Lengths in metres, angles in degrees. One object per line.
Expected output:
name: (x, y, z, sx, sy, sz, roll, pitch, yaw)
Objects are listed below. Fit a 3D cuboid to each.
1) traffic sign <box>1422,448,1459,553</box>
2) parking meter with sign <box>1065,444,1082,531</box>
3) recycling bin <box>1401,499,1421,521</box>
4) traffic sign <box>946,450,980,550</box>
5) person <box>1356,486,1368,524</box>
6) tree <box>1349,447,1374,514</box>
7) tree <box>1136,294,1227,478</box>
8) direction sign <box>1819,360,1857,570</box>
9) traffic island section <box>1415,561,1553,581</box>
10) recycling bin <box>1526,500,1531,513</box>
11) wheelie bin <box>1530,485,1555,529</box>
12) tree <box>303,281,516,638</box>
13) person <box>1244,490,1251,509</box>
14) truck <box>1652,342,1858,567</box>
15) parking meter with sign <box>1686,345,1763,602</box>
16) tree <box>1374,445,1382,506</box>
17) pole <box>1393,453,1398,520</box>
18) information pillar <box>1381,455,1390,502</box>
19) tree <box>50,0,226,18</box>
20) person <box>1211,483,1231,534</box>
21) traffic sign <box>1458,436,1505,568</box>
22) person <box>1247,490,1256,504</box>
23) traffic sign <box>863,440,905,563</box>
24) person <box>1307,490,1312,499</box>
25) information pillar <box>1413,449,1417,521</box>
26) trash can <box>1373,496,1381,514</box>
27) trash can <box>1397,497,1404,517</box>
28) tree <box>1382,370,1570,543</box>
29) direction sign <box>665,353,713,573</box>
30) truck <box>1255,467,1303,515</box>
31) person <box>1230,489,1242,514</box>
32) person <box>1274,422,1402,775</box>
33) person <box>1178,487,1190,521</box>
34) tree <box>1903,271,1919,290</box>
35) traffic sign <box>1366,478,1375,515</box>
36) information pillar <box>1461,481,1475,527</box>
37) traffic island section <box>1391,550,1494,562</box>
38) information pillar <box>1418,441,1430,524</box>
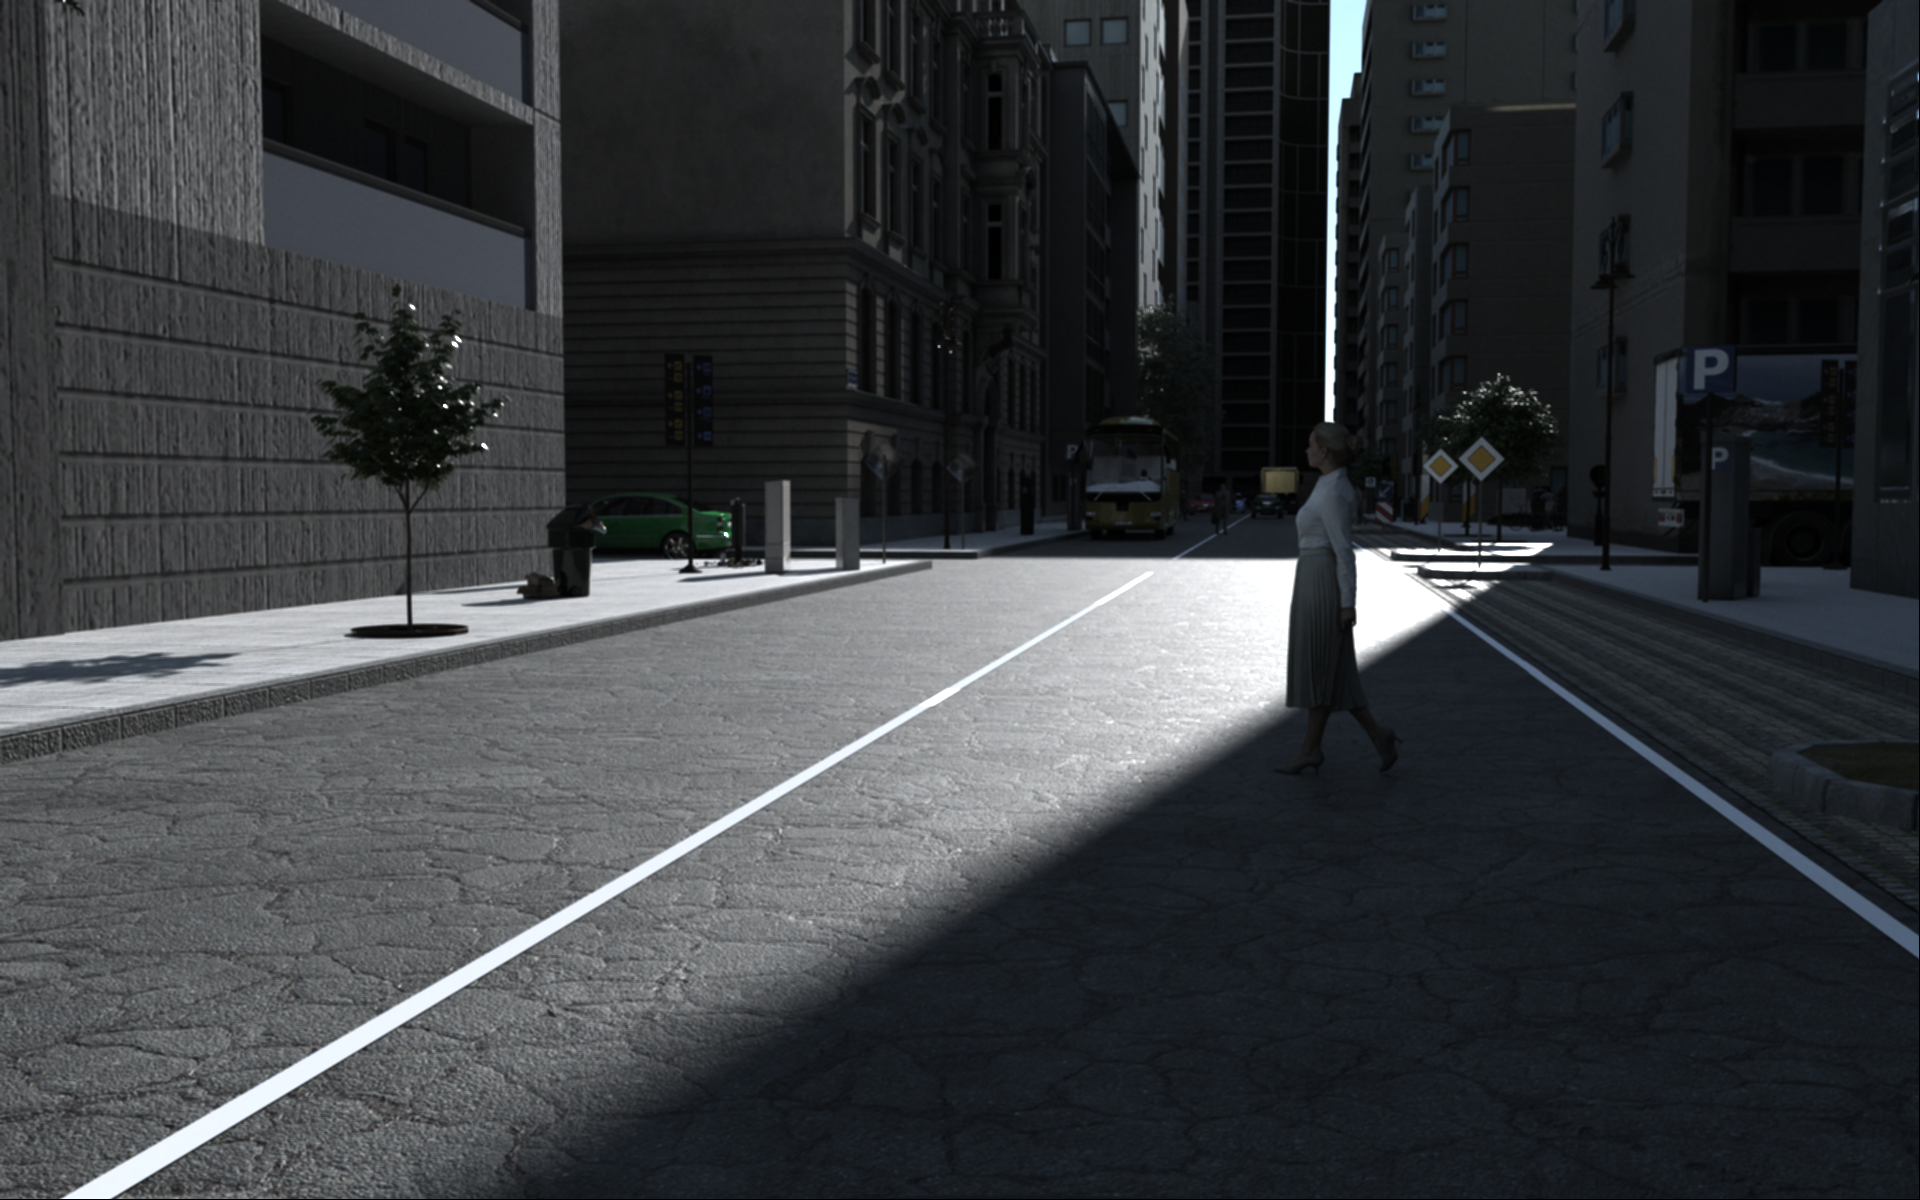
traffic sign: (10.482, -2.092, 37.840, 0.795, 2.450, 0.064, 1, 4, 11)
parking meter with sign: (4.036, -3.958, 60.981, 0.543, 3.016, 1.738, 1, 4, 9)
recycling bin: (21.652, -4.315, 83.101, 0.722, 1.027, 0.722, -1, 4, -19)
traffic sign: (0.073, -2.212, 39.805, 0.795, 2.450, 0.064, 1, 4, 11)
person: (18.805, -4.463, 81.594, 0.853, 1.813, 0.709, 0, 4, -8)
tree: (27.231, -7.934, 113.437, 4.285, 4.588, 4.351, 0, 3, 0)
tree: (11.925, -12.413, 109.615, 9.857, 13.997, 8.962, 0, 3, 0)
direction sign: (14.922, -2.289, 29.415, 0.876, 3.537, 0.379, -1, 4, -21)
traffic island section: (9.035, -0.476, 30.064, 2.009, 0.180, 2.903, 1, 4, 11)
recycling bin: (25.183, -3.848, 75.476, 0.722, 1.027, 0.722, -3, 5, -41)
wheelie bin: (21.131, -3.358, 62.810, 0.693, 1.594, 0.980, -3, 4, -37)
tree: (-5.145, -1.306, 15.950, 1.663, 3.219, 1.824, 0, 3, 0)
person: (27.518, -9.521, 164.304, 1.348, 1.807, 0.705, 2, 4, 30)
truck: (19.227, -2.676, 32.673, 11.283, 4.237, 2.839, 1, 4, 12)
parking meter with sign: (9.358, -1.520, 21.109, 0.543, 3.016, 1.738, 3, 4, 38)
tree: (15.387, -4.219, 52.688, 4.285, 4.588, 4.351, 0, 3, 0)
pole: (21.347, -5.575, 85.002, 0.158, 3.312, 0.155, 0, 3, 0)
information pillar: (25.211, -6.799, 102.524, 0.504, 3.616, 0.183, -1, 4, -12)
tree: (-6.486, -4.465, 7.423, 8.767, 10.594, 7.601, 1, 4, 19)
person: (9.299, -3.236, 61.517, 0.694, 1.812, 0.767, 0, 4, -2)
traffic sign: (9.011, -1.612, 29.991, 0.795, 2.450, 0.064, 1, 4, 11)
person: (25.260, -8.602, 149.282, 1.348, 1.807, 0.705, -2, 4, -29)
traffic sign: (-1.399, -1.732, 31.956, 0.795, 2.450, 0.064, 1, 4, 11)
person: (34.754, -9.999, 171.989, 0.705, 1.823, 1.348, -1, 4, -10)
information pillar: (21.349, -5.494, 81.174, 0.183, 3.616, 0.504, 2, 4, 32)
trash can: (25.903, -5.828, 106.937, 0.748, 1.137, 0.748, 0, 3, 0)
trash can: (24.587, -5.213, 96.882, 0.748, 1.137, 0.748, 0, 3, 0)
tree: (14.400, -3.803, 45.896, 4.285, 4.588, 4.351, 0, 3, 0)
direction sign: (-4.398, -2.213, 28.183, 0.876, 3.537, 0.379, -3, 5, -40)
truck: (22.769, -7.803, 123.508, 3.469, 3.379, 9.791, 1, 4, 10)
person: (19.603, -7.081, 124.376, 1.348, 1.812, 0.705, 1, 4, 18)
person: (1.937, -0.006, 8.823, 0.641, 1.798, 0.478, 2, 4, 25)
person: (11.794, -5.087, 91.637, 0.822, 1.834, 0.622, -1, 4, -15)
tree: (7.578, -1.636, 10.464, 4.285, 4.588, 4.351, 0, 3, 0)
traffic sign: (24.962, -6.312, 105.334, 0.606, 2.300, 0.079, 1, 4, 18)
information pillar: (19.619, -4.613, 66.781, 0.504, 3.616, 0.183, -1, 4, -10)
traffic island section: (10.507, -0.956, 37.912, 2.009, 0.180, 2.903, 1, 4, 11)
information pillar: (19.930, -5.071, 74.270, 0.504, 3.616, 0.183, -2, 4, -32)
